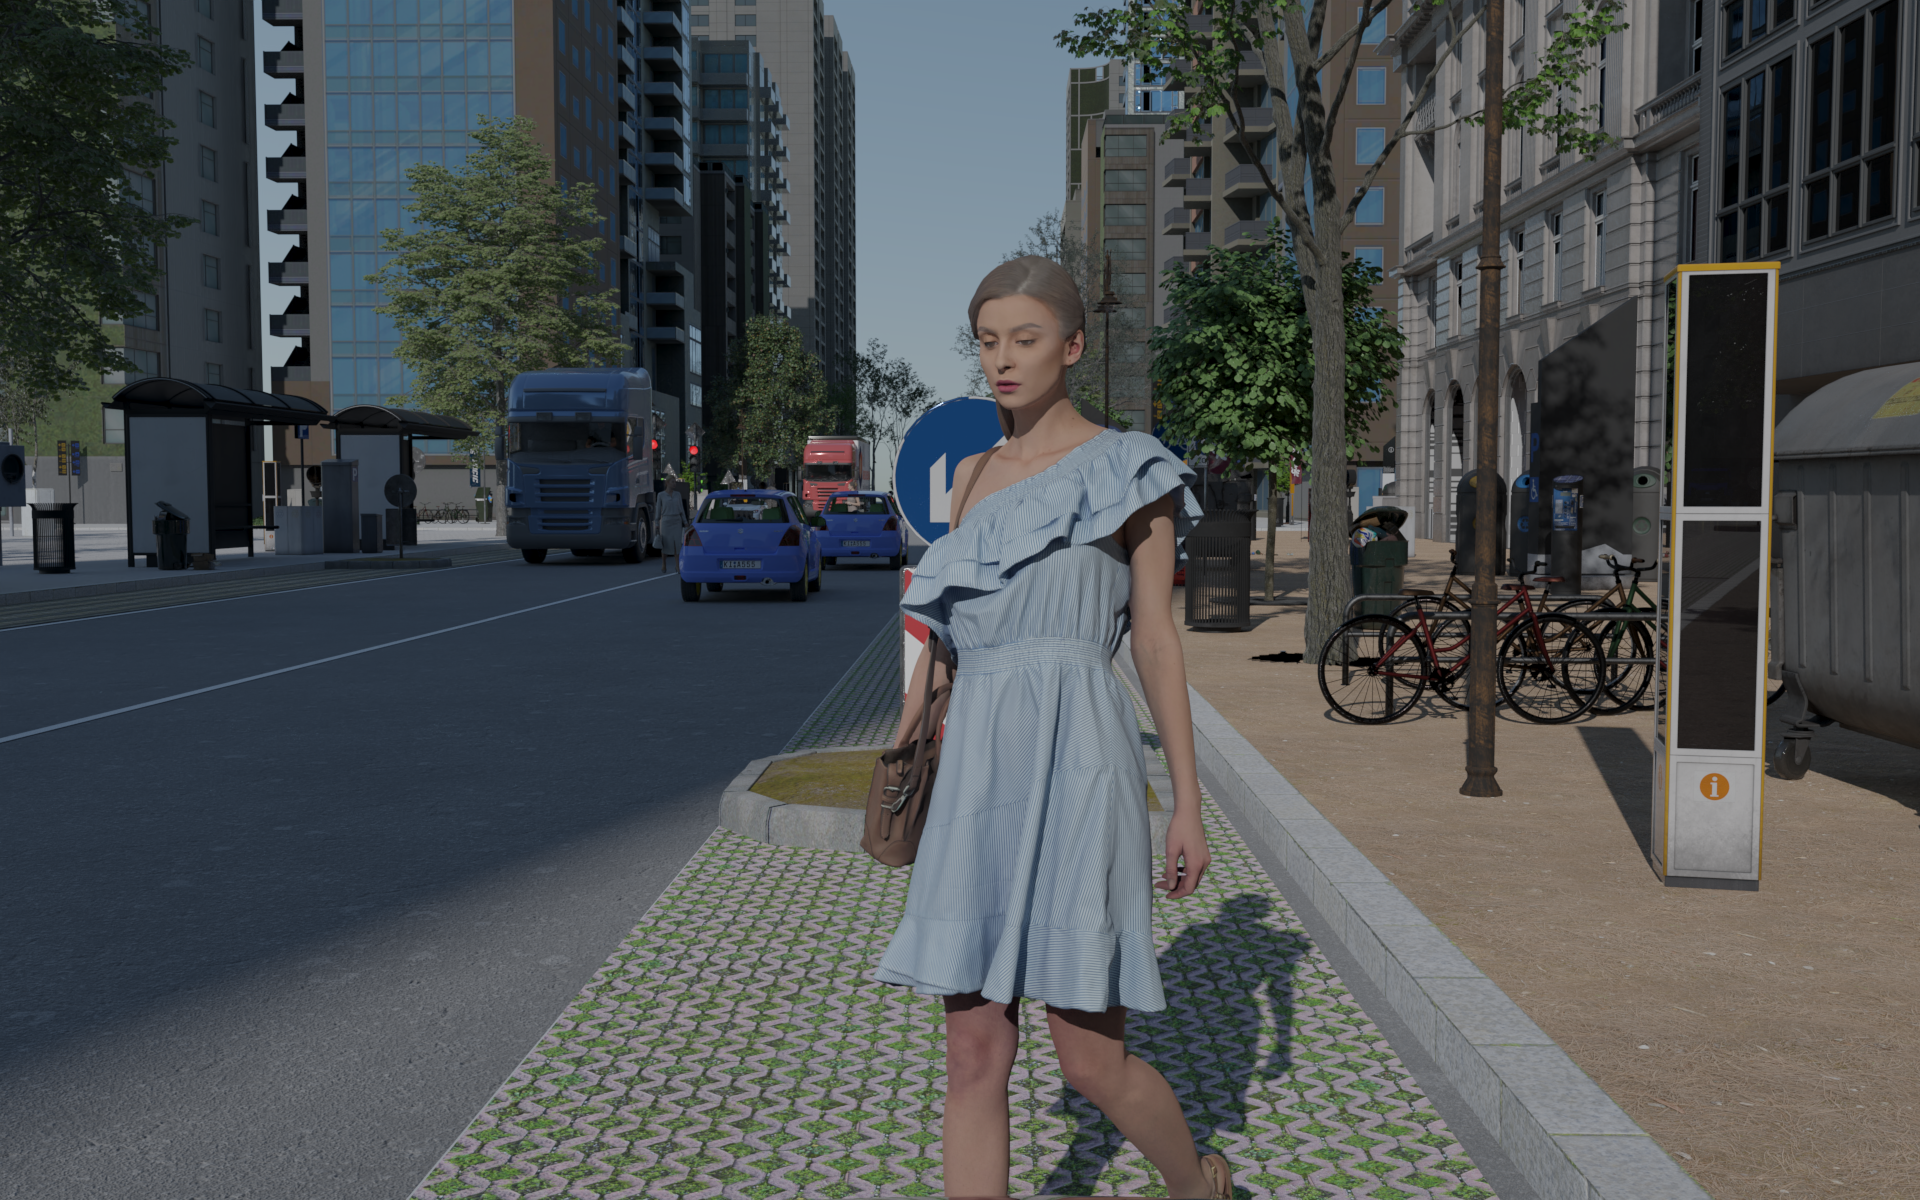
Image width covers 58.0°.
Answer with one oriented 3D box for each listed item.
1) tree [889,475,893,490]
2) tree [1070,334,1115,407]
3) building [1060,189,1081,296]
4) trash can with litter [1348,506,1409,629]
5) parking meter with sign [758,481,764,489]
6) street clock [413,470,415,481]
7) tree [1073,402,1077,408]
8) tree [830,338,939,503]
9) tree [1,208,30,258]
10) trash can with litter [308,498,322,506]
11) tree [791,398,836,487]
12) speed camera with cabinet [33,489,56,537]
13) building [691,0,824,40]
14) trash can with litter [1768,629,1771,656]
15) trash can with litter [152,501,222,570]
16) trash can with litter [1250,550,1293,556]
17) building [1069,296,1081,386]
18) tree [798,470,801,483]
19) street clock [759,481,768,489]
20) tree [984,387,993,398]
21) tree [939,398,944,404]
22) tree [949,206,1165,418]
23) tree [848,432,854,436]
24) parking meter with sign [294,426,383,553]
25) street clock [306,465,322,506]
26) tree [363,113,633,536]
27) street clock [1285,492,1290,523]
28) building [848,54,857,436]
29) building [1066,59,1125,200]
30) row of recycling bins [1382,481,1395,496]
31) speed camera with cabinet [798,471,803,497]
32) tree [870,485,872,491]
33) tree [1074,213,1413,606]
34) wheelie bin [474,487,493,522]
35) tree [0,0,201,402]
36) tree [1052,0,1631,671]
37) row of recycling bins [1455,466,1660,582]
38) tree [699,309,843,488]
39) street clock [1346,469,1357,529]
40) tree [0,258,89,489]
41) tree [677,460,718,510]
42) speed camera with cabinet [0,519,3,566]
[{"bbox_3d":[-9.062,-16.849,259.188,4.285,4.588,4.351,0,3,0],"label":"tree"},{"bbox_3d":[5.514,-11.238,101.870,7.486,12.596,7.792,0,3,0],"label":"tree"},{"bbox_3d":[26.609,-39.509,269.671,21.300,48.544,21.600,0,4,1],"label":"building"},{"bbox_3d":[3.881,-0.324,16.677,0.624,1.170,1.055,-1,4,-10],"label":"trash can with litter"},{"bbox_3d":[-15.330,-8.425,134.002,0.543,3.016,1.738,-1,4,-14],"label":"parking meter with sign"},{"bbox_3d":[-14.422,-2.478,45.080,0.471,2.002,0.358,-1,4,-11],"label":"street clock"},{"bbox_3d":[4.107,-8.214,84.665,4.360,8.622,3.978,0,3,0],"label":"tree"},{"bbox_3d":[-9.517,-21.520,207.739,12.611,20.169,13.585,0,3,0],"label":"tree"},{"bbox_3d":[-22.871,-5.481,39.981,4.360,8.622,3.978,0,3,0],"label":"tree"},{"bbox_3d":[-17.325,-2.185,47.114,0.624,1.170,1.055,-3,4,-38],"label":"trash can with litter"},{"bbox_3d":[-11.128,-10.878,128.212,4.737,8.622,4.395,0,3,0],"label":"tree"},{"bbox_3d":[-27.978,-3.531,52.060,2.038,3.252,0.660,3,4,38],"label":"speed camera with cabinet"},{"bbox_3d":[-27.453,-49.295,244.227,20.563,71.187,20.611,0,4,1],"label":"building"},{"bbox_3d":[7.077,-0.174,13.908,1.678,1.210,2.233,-1,4,-14],"label":"trash can with litter"},{"bbox_3d":[-13.089,-1.098,29.333,1.055,1.170,0.624,0,4,-6],"label":"trash can with litter"},{"bbox_3d":[5.860,-1.552,36.439,2.233,1.210,1.678,1,4,19],"label":"trash can with litter"},{"bbox_3d":[22.648,-29.364,251.803,14.160,30.474,14.107,0,4,1],"label":"building"},{"bbox_3d":[-11.362,-9.478,138.673,4.285,4.588,4.351,0,3,0],"label":"tree"},{"bbox_3d":[-11.316,-5.815,99.642,0.471,2.002,0.358,1,4,15],"label":"street clock"},{"bbox_3d":[6.243,-15.291,156.661,9.857,13.997,8.962,0,3,0],"label":"tree"},{"bbox_3d":[-7.740,-23.335,237.411,12.611,20.169,13.585,0,3,0],"label":"tree"},{"bbox_3d":[4.486,-10.071,75.034,12.009,13.543,11.850,0,3,0],"label":"tree"},{"bbox_3d":[-11.263,-13.847,176.758,4.360,8.622,3.978,0,3,0],"label":"tree"},{"bbox_3d":[-13.442,-2.526,37.556,1.738,3.016,0.543,0,4,3],"label":"parking meter with sign"},{"bbox_3d":[-15.996,-2.357,43.109,0.471,2.002,0.358,-1,4,-14],"label":"street clock"},{"bbox_3d":[-13.746,-8.179,51.862,7.486,12.596,7.792,0,3,0],"label":"tree"},{"bbox_3d":[14.523,-4.410,76.666,0.471,2.002,0.358,1,4,19],"label":"street clock"},{"bbox_3d":[-26.200,-50.552,264.777,20.563,71.187,20.611,0,4,1],"label":"building"},{"bbox_3d":[26.066,-52.099,290.062,20.563,71.187,20.611,0,4,1],"label":"building"},{"bbox_3d":[14.472,-3.051,56.995,1.069,1.692,3.534,1,4,18],"label":"row of recycling bins"},{"bbox_3d":[-12.653,-8.480,132.976,2.038,3.252,0.660,-2,4,-32],"label":"speed camera with cabinet"},{"bbox_3d":[-10.139,-11.647,185.032,1.663,3.219,1.824,0,3,0],"label":"tree"},{"bbox_3d":[3.643,-2.241,20.354,4.285,4.588,4.351,0,3,0],"label":"tree"},{"bbox_3d":[-21.846,-4.377,79.476,0.980,1.594,0.693,1,4,13],"label":"wheelie bin"},{"bbox_3d":[-13.689,-6.383,22.493,7.486,12.596,7.792,0,3,0],"label":"tree"},{"bbox_3d":[2.653,-5.329,12.886,9.928,11.665,9.643,0,3,0],"label":"tree"},{"bbox_3d":[9.217,-1.191,26.585,1.069,1.692,3.534,-3,5,-42],"label":"row of recycling bins"},{"bbox_3d":[-11.763,-11.637,107.267,9.611,12.733,9.660,0,3,0],"label":"tree"},{"bbox_3d":[11.444,-2.831,50.864,0.358,2.002,0.471,-1,4,-10],"label":"street clock"},{"bbox_3d":[-30.641,-6.501,56.660,4.360,8.622,3.978,0,3,0],"label":"tree"},{"bbox_3d":[-12.976,-5.480,84.203,1.663,3.219,1.824,0,3,0],"label":"tree"},{"bbox_3d":[-17.140,-2.182,30.006,0.660,3.252,2.038,1,4,10],"label":"speed camera with cabinet"}]
